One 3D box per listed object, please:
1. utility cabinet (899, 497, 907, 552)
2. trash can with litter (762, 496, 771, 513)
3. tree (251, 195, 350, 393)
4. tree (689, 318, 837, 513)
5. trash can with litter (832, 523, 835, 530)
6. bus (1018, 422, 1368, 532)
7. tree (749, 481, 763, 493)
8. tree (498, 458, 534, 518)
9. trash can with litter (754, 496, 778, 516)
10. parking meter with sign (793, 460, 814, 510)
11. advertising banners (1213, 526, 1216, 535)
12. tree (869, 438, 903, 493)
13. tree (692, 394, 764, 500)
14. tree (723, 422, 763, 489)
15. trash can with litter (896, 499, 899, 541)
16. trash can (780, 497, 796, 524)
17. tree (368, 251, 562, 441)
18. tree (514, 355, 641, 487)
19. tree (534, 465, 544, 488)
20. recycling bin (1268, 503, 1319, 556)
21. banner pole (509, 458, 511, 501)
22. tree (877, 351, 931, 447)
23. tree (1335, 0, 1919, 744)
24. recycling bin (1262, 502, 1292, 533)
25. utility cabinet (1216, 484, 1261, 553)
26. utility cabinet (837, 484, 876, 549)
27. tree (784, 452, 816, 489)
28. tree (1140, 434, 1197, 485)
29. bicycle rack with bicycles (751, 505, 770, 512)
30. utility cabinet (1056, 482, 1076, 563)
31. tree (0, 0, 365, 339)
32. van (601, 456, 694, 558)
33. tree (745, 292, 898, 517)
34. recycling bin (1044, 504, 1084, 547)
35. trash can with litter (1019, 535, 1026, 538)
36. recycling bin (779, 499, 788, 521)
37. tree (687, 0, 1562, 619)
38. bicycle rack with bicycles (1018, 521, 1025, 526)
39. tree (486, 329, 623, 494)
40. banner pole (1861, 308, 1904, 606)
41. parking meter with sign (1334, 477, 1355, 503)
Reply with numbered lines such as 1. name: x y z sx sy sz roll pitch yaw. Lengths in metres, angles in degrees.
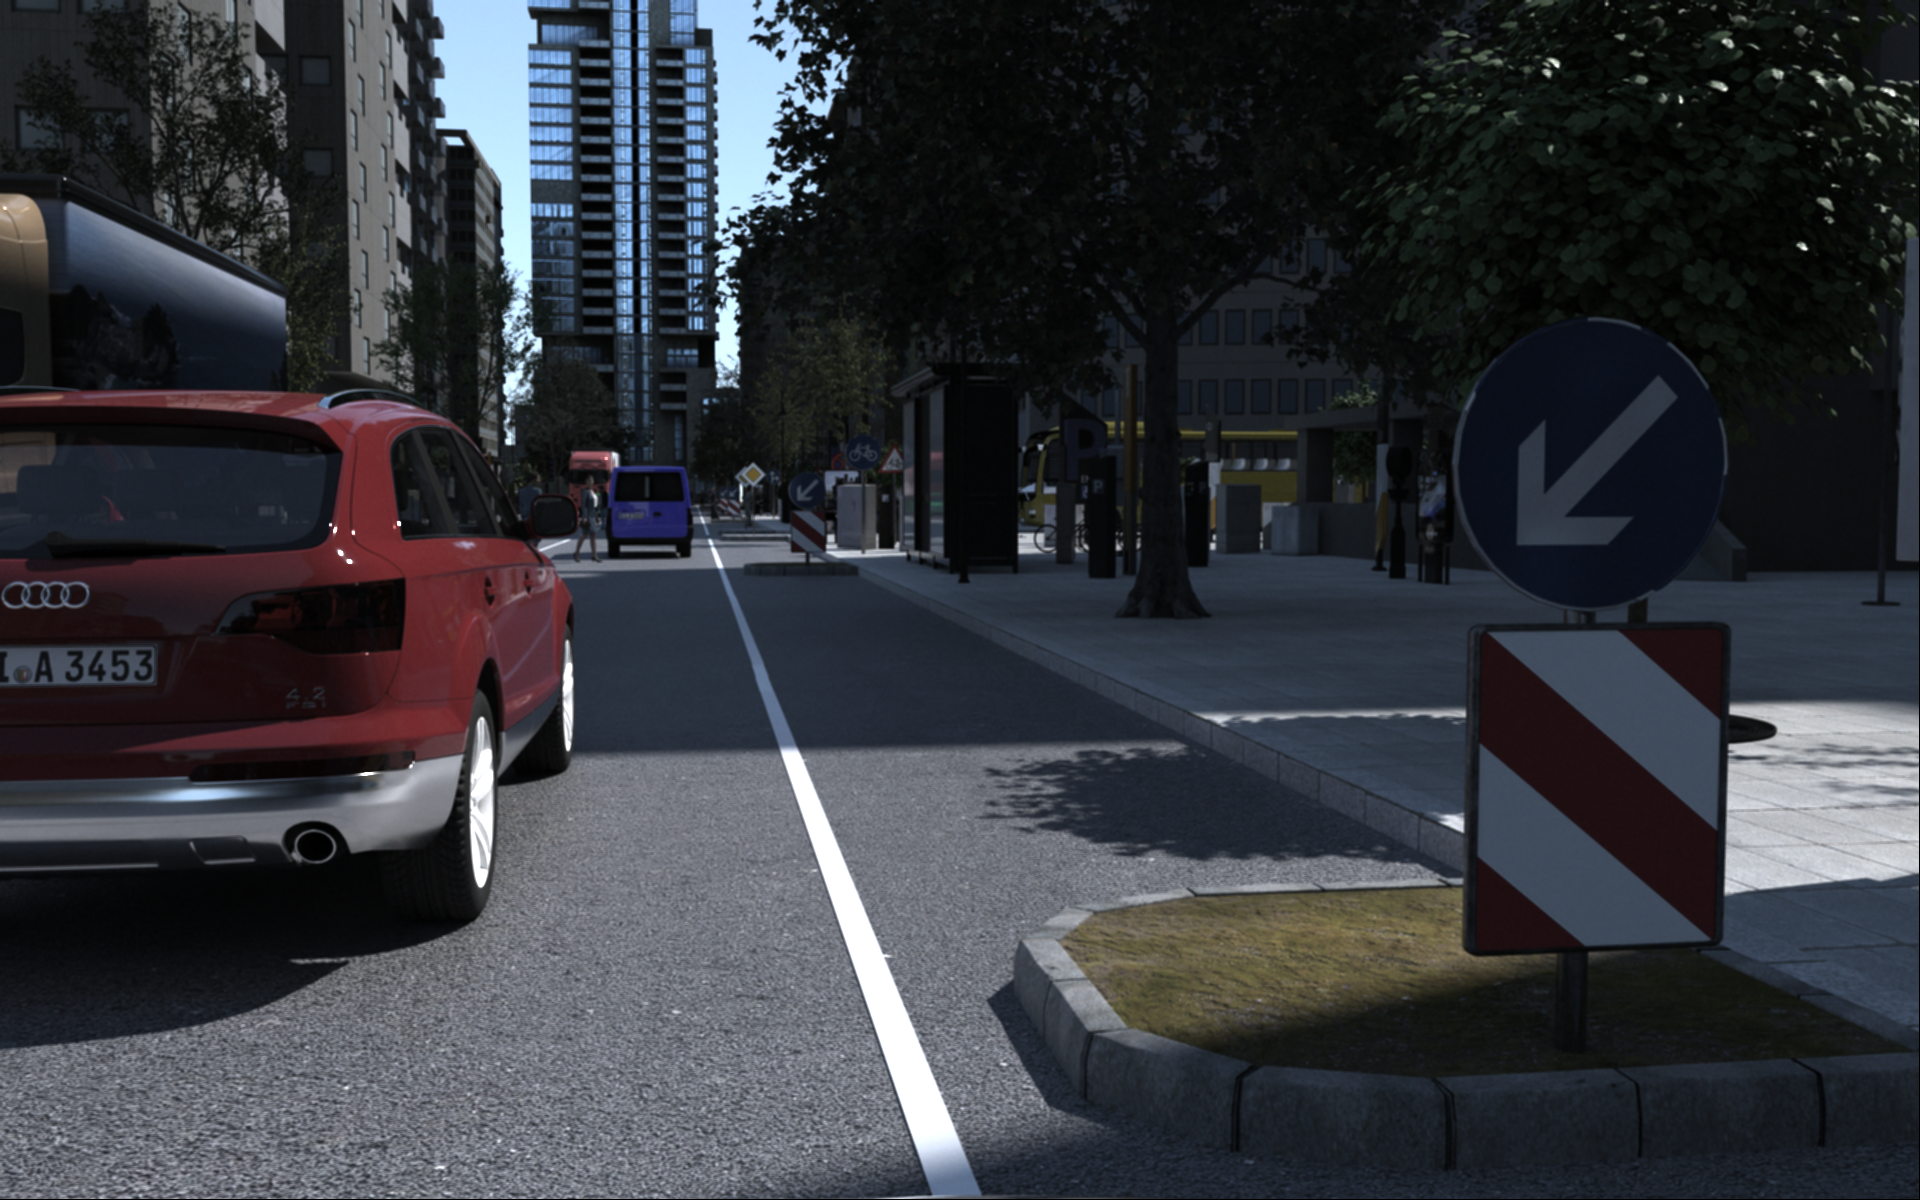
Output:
1. utility cabinet: -0.926 -1.683 38.676 0.306 1.237 1.020 3 4 38
2. trash can with litter: -13.092 -6.565 118.731 1.055 1.170 0.624 2 4 34
3. tree: -16.871 -5.645 42.652 4.737 8.622 4.395 0 3 0
4. tree: -13.584 -12.842 120.343 12.009 13.543 11.850 0 3 0
5. trash can with litter: -4.372 -3.153 62.603 1.678 1.210 2.233 1 4 13
6. bus: 7.878 -4.180 59.894 12.252 3.916 2.896 -1 4 -10
7. tree: -17.320 -9.184 144.757 1.663 3.219 1.824 0 3 0
8. tree: -24.101 -6.047 93.464 1.663 3.219 1.824 0 3 0
9. trash can with litter: -11.015 -5.511 101.164 2.233 1.210 1.678 -1 4 -22
10. parking meter with sign: -7.395 -5.441 85.223 1.738 3.016 0.543 3 5 40
11. advertising banners: 7.311 -3.608 55.183 2.074 3.025 0.090 2 4 24
12. tree: -3.821 -7.168 100.915 4.285 4.588 4.351 0 3 0
13. tree: -23.278 -15.310 176.078 9.928 11.665 9.643 0 3 0
14. tree: -20.808 -13.280 167.497 4.360 8.622 3.978 0 3 0
15. trash can with litter: -1.562 -2.162 46.739 0.624 1.170 1.055 3 5 44
16. trash can: -7.458 -3.905 75.508 0.748 1.137 0.748 0 3 0
17. tree: -20.956 -9.019 73.215 9.928 11.665 9.643 0 3 0
18. tree: -31.558 -13.718 141.290 9.611 12.733 9.660 0 3 0
19. tree: -24.407 -6.285 97.369 1.663 3.219 1.824 0 3 0
20. recycling bin: 7.025 -1.453 36.310 0.722 1.027 0.722 -3 5 -41
21. banner pole: -30.721 -7.876 118.782 0.401 3.779 0.863 1 4 11
22. tree: -2.273 -8.292 85.942 4.360 8.622 3.978 0 3 0
23. tree: 3.646 -1.575 9.471 4.285 4.588 4.351 0 3 0
24. recycling bin: 9.839 -2.511 53.602 0.722 1.027 0.722 3 5 41
25. utility cabinet: 6.023 -1.757 37.403 1.173 1.500 0.318 -3 5 -42
26. utility cabinet: -2.406 -1.922 40.107 0.318 1.500 1.173 -3 4 -38
27. tree: -6.466 -4.773 72.645 1.663 3.219 1.824 0 3 0
28. tree: 5.677 -3.199 46.907 1.663 3.219 1.824 0 3 0
29. bicycle rack with bicycles: -14.303 -6.936 126.787 2.852 0.926 2.925 2 4 27
30. utility cabinet: 1.999 -1.456 32.492 0.318 1.500 1.173 0 4 7
31. tree: -14.995 -5.973 32.065 8.767 10.594 7.601 0 4 0
32. van: -7.333 -2.225 40.756 2.240 2.365 5.245 -1 4 -11
33. tree: -3.378 -6.064 49.503 4.737 8.622 4.395 0 3 0
34. recycling bin: 2.537 -1.814 42.214 0.722 1.027 0.722 3 5 42
35. trash can with litter: 1.185 -2.477 51.563 1.678 1.210 2.233 -2 4 -26
36. recycling bin: -8.168 -4.233 81.770 0.722 1.027 0.722 -1 4 -10
37. tree: 2.010 -6.168 17.853 9.611 12.733 9.660 0 3 0
38. bicycle rack with bicycles: 3.134 -3.454 69.861 2.925 0.926 2.852 1 4 15
39. tree: -29.964 -13.339 128.457 12.009 13.543 11.850 0 3 0
40. banner pole: 10.873 -1.837 20.045 0.863 3.779 0.401 -2 4 -26
41. parking meter with sign: 11.370 -3.364 51.261 0.543 3.016 1.738 2 4 33
